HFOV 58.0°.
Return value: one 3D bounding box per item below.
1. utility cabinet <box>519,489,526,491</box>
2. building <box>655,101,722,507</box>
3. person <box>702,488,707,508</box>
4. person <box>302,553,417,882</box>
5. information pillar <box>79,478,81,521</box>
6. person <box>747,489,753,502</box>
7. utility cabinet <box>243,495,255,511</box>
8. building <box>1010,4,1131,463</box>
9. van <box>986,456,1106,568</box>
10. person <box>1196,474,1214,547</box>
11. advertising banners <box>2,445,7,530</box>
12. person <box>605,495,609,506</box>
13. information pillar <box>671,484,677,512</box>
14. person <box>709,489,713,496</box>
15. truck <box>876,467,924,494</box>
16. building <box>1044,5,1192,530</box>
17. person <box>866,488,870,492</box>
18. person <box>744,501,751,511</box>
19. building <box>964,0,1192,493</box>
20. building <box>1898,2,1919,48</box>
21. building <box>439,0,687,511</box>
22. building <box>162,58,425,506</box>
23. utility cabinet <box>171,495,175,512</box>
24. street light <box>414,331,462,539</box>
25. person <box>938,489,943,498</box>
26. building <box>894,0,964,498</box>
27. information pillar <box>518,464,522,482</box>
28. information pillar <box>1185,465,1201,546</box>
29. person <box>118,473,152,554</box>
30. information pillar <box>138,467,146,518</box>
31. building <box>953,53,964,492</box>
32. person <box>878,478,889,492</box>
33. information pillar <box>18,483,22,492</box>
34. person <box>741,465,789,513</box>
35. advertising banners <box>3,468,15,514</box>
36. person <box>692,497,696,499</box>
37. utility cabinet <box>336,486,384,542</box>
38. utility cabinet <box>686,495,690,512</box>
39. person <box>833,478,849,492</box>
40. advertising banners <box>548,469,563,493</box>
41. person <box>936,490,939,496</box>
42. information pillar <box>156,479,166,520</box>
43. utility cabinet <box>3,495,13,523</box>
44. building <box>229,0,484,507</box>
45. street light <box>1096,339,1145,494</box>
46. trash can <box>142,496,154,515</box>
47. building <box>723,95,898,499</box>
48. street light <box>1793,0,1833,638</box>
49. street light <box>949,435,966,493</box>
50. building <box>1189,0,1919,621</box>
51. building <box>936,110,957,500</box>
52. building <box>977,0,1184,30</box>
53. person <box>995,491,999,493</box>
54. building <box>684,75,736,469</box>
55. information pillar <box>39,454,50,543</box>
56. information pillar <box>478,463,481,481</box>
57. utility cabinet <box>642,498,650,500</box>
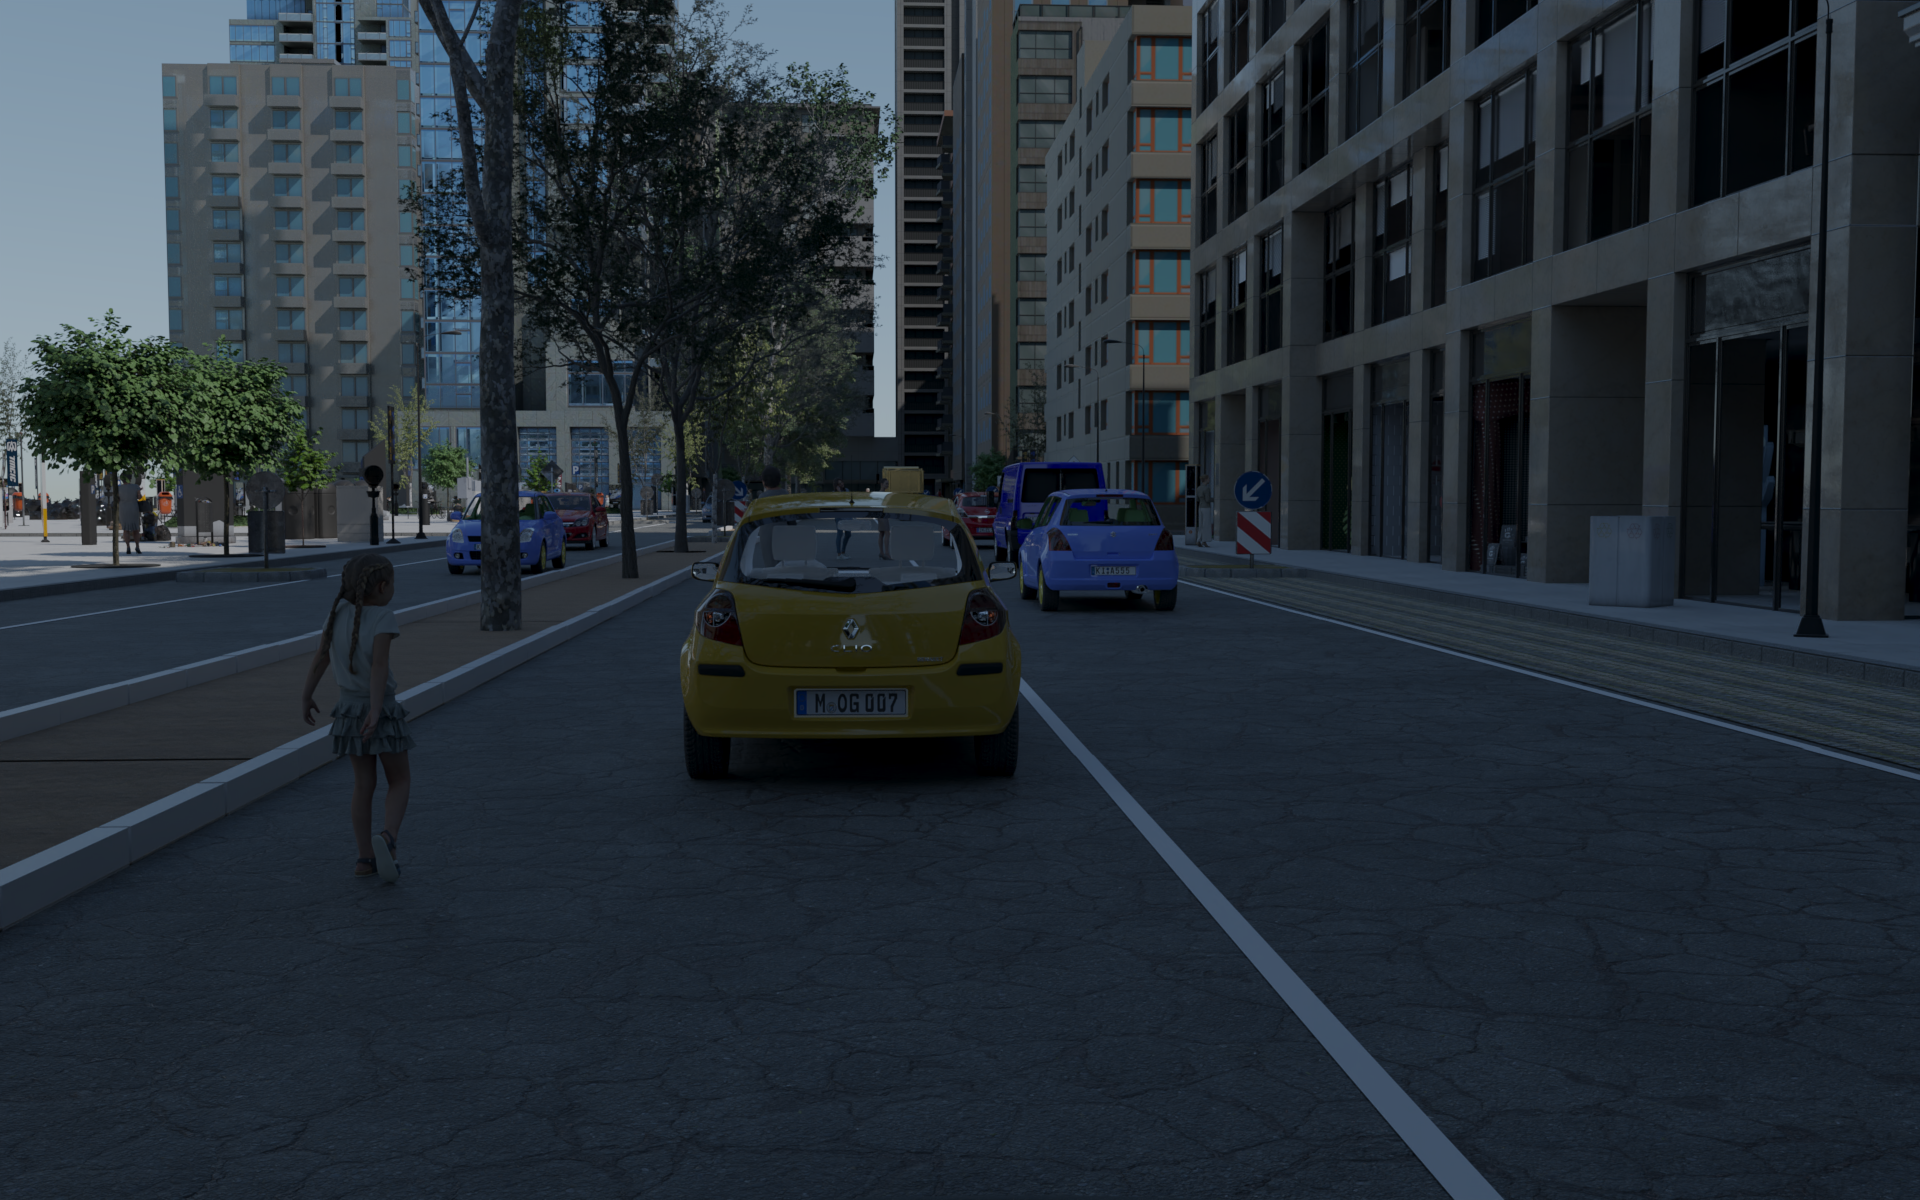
[{"bbox_3d":[-20.772,-4.454,81.496,1.173,1.500,0.318,-3,5,-44],"label":"utility cabinet"},{"bbox_3d":[-31.215,-29.821,171.166,14.154,41.232,14.086,0,4,-4],"label":"building"},{"bbox_3d":[-21.118,-8.359,143.260,0.434,1.755,0.990,0,4,7],"label":"person"},{"bbox_3d":[-2.273,0.431,6.463,0.505,1.210,0.382,1,4,17],"label":"person"},{"bbox_3d":[-41.067,-4.688,81.144,0.304,2.012,0.304,-3,4,-39],"label":"information pillar"},{"bbox_3d":[-13.432,-6.214,110.653,0.362,1.759,0.519,0,4,-5],"label":"person"},{"bbox_3d":[-52.675,-7.296,127.963,1.173,1.500,0.318,1,4,18],"label":"utility cabinet"},{"bbox_3d":[9.900,-20.492,106.738,14.160,30.474,14.107,0,4,-4],"label":"building"},{"bbox_3d":[1.769,-1.886,35.218,2.240,2.365,5.245,0,4,-3],"label":"van"},{"bbox_3d":[5.926,-2.147,41.693,0.362,1.759,0.519,-2,4,-25],"label":"person"},{"bbox_3d":[-34.799,-4.090,63.055,0.090,3.025,2.074,-2,4,-28],"label":"advertising banners"},{"bbox_3d":[-25.487,-6.994,125.413,0.505,1.210,0.382,1,4,12],"label":"person"},{"bbox_3d":[-20.335,-7.258,123.153,0.304,2.012,0.304,-2,4,-24],"label":"information pillar"},{"bbox_3d":[-22.183,-9.098,155.588,0.721,1.735,1.217,2,4,30],"label":"person"},{"bbox_3d":[-4.066,-7.663,121.219,3.469,3.379,9.791,0,4,-4],"label":"truck"},{"bbox_3d":[19.637,-14.140,76.228,28.899,21.520,27.650,0,4,-4],"label":"building"},{"bbox_3d":[-5.465,-5.772,103.356,0.515,1.767,0.782,-2,4,-32],"label":"person"},{"bbox_3d":[-6.758,-2.564,55.442,0.382,1.210,0.505,3,4,37],"label":"person"},{"bbox_3d":[10.869,-37.352,152.699,21.231,58.520,28.212,0,4,-4],"label":"building"},{"bbox_3d":[16.236,-13.504,6.702,13.634,28.700,20.117,0,4,-4],"label":"building"},{"bbox_3d":[-34.341,-51.032,147.046,22.319,86.520,31.000,0,4,-4],"label":"building"},{"bbox_3d":[-71.518,-35.116,193.749,30.456,49.044,23.786,0,4,-4],"label":"building"},{"bbox_3d":[-56.457,-6.891,123.837,0.306,1.237,1.020,1,4,21],"label":"utility cabinet"},{"bbox_3d":[-14.860,-4.697,49.339,1.470,5.913,1.316,0,4,-4],"label":"street light"},{"bbox_3d":[-1.982,-10.260,173.731,0.705,1.831,1.348,-1,4,-18],"label":"person"},{"bbox_3d":[1.819,-48.392,229.462,20.611,71.187,20.563,0,4,-4],"label":"building"},{"bbox_3d":[-33.761,-8.647,132.735,0.504,3.616,0.183,3,5,45],"label":"information pillar"},{"bbox_3d":[5.820,-2.370,43.244,0.304,2.012,0.304,2,4,30],"label":"information pillar"},{"bbox_3d":[-17.731,-1.881,37.156,0.716,1.782,0.532,-2,4,-25],"label":"person"},{"bbox_3d":[-44.848,-6.325,94.766,0.183,3.616,0.504,2,4,34],"label":"information pillar"},{"bbox_3d":[6.605,-32.045,174.045,14.600,45.320,14.200,0,4,-4],"label":"building"},{"bbox_3d":[-1.616,-1.762,37.657,0.374,1.781,0.599,-1,4,-8],"label":"person"},{"bbox_3d":[-60.860,-6.590,112.239,0.304,2.012,0.304,-2,4,-33],"label":"information pillar"},{"bbox_3d":[-2.280,-0.745,21.042,0.532,1.782,0.716,3,4,36],"label":"person"},{"bbox_3d":[-70.187,-8.033,127.523,2.074,3.025,0.090,2,4,25],"label":"advertising banners"},{"bbox_3d":[-22.140,-8.455,144.294,0.705,1.822,1.348,0,4,0],"label":"person"},{"bbox_3d":[-15.913,-2.280,45.963,1.173,1.500,0.318,1,4,10],"label":"utility cabinet"},{"bbox_3d":[-19.588,-6.929,124.458,0.306,1.237,1.020,0,4,-2],"label":"utility cabinet"},{"bbox_3d":[-2.585,-1.786,37.968,0.793,1.790,0.793,0,4,4],"label":"person"},{"bbox_3d":[-29.092,-7.731,122.596,2.074,3.025,0.090,1,4,8],"label":"advertising banners"},{"bbox_3d":[-2.584,-12.576,212.384,1.217,1.736,0.721,3,4,37],"label":"person"},{"bbox_3d":[-40.191,-5.054,87.118,0.304,2.012,0.304,0,4,1],"label":"information pillar"},{"bbox_3d":[-42.406,-3.993,76.449,1.020,1.237,0.306,-3,5,-40],"label":"utility cabinet"},{"bbox_3d":[-80.213,-55.756,224.286,31.000,86.520,22.319,0,4,-4],"label":"building"},{"bbox_3d":[4.987,-4.872,52.194,1.470,5.913,1.316,0,4,-4],"label":"street light"},{"bbox_3d":[-48.228,-5.576,102.821,0.748,1.137,0.748,0,3,0],"label":"trash can"},{"bbox_3d":[-22.419,-39.329,232.272,27.495,52.752,28.713,0,4,-4],"label":"building"},{"bbox_3d":[7.128,-2.621,15.402,1.470,5.913,1.316,0,4,-4],"label":"street light"},{"bbox_3d":[-0.155,-9.951,135.245,1.470,5.913,1.316,0,4,-4],"label":"street light"},{"bbox_3d":[17.399,-14.050,34.228,19.350,26.468,34.151,0,4,-4],"label":"building"},{"bbox_3d":[8.611,-33.133,196.346,22.147,44.769,28.867,0,4,-4],"label":"building"},{"bbox_3d":[8.675,-29.251,128.364,14.600,45.320,14.200,0,4,-4],"label":"building"},{"bbox_3d":[1.613,-3.753,69.828,0.622,1.834,0.822,-3,5,-44],"label":"person"},{"bbox_3d":[-41.135,-35.245,195.865,30.456,49.044,23.786,0,4,-4],"label":"building"},{"bbox_3d":[-24.331,-3.339,45.946,0.183,3.616,0.504,-2,4,-33],"label":"information pillar"},{"bbox_3d":[-36.566,-8.620,132.298,0.183,3.616,0.504,3,5,41],"label":"information pillar"},{"bbox_3d":[-21.426,-6.537,118.042,0.306,1.237,1.020,0,4,5],"label":"utility cabinet"}]
